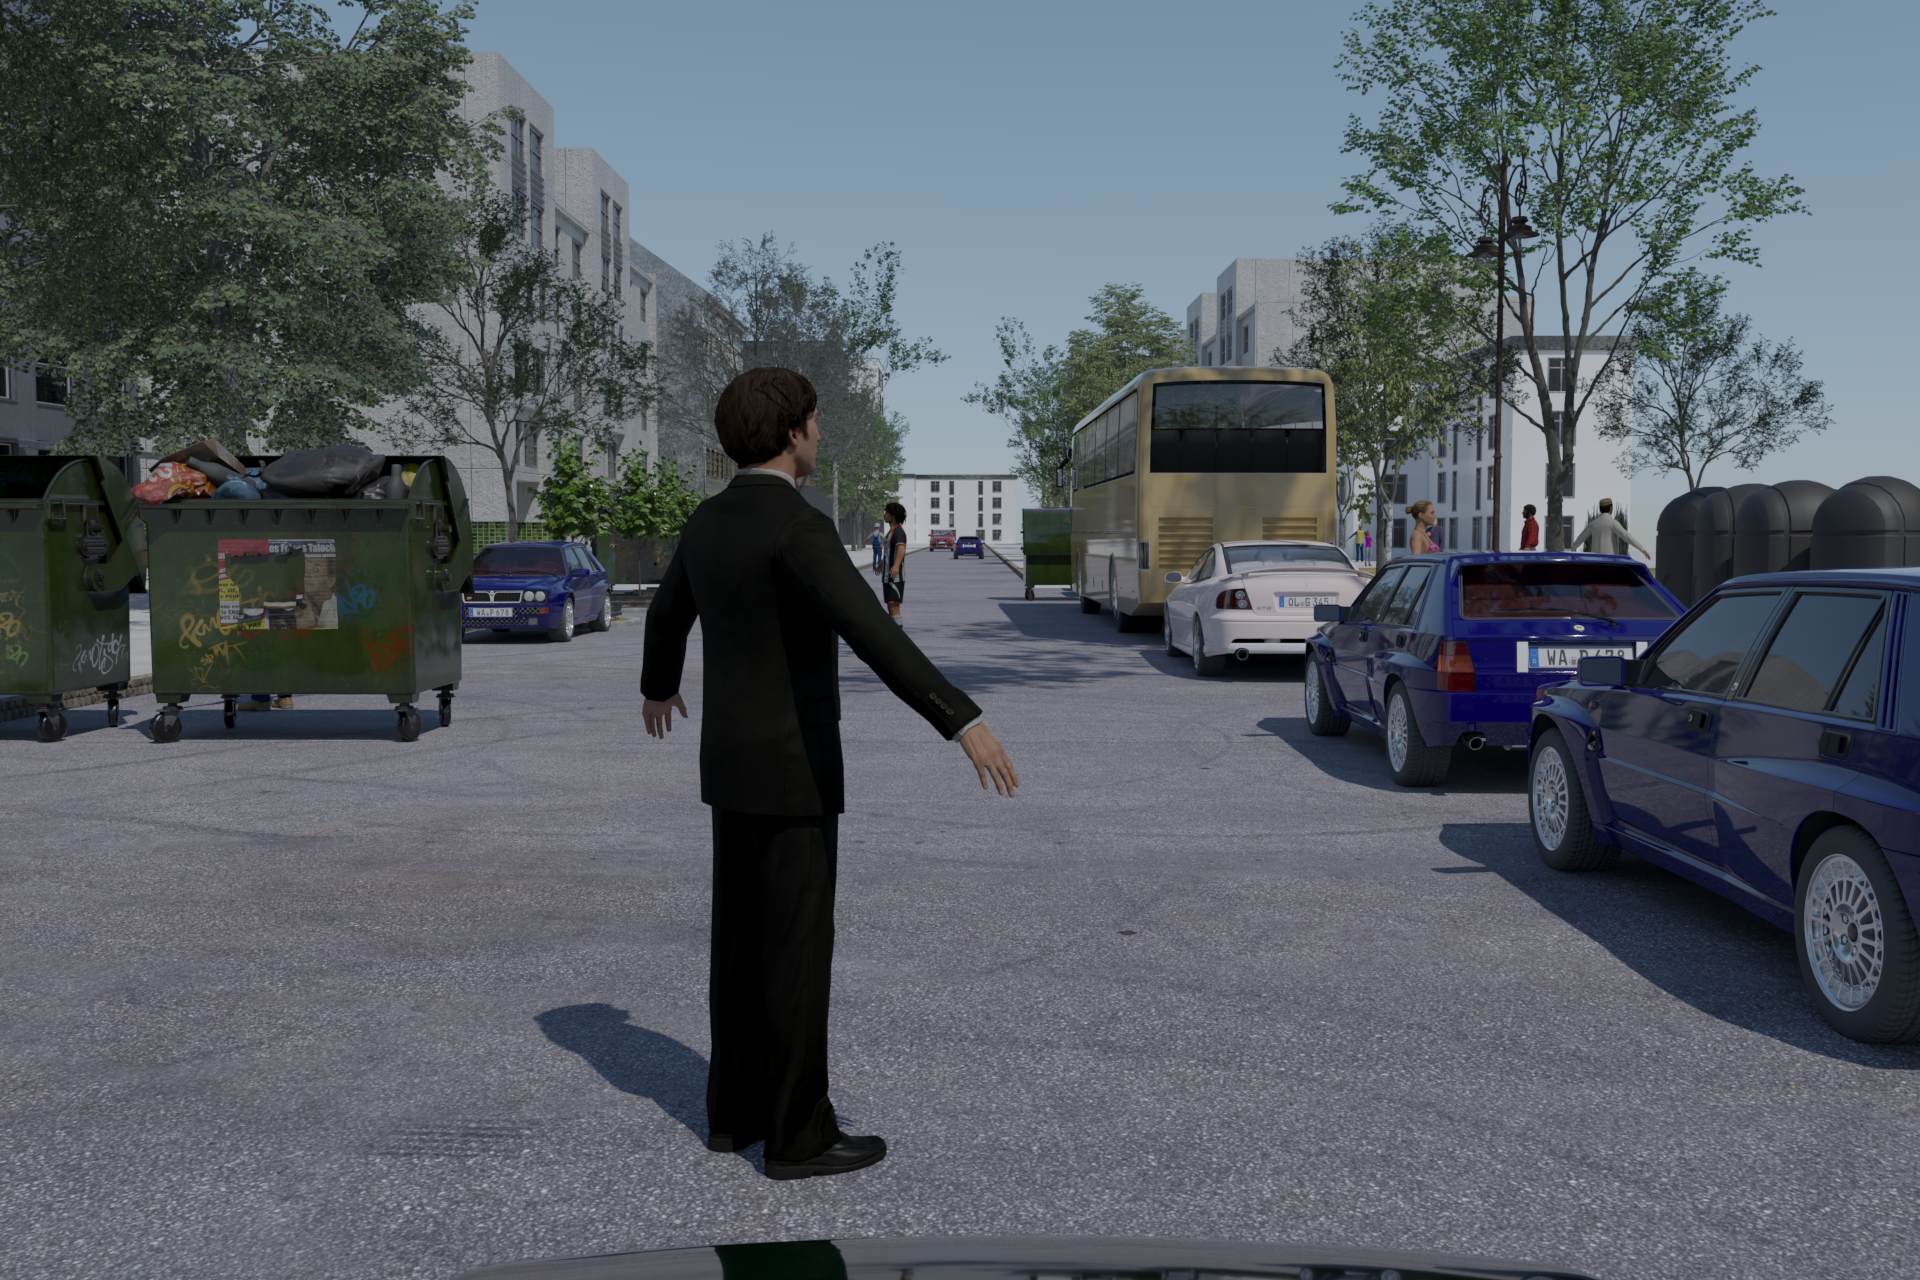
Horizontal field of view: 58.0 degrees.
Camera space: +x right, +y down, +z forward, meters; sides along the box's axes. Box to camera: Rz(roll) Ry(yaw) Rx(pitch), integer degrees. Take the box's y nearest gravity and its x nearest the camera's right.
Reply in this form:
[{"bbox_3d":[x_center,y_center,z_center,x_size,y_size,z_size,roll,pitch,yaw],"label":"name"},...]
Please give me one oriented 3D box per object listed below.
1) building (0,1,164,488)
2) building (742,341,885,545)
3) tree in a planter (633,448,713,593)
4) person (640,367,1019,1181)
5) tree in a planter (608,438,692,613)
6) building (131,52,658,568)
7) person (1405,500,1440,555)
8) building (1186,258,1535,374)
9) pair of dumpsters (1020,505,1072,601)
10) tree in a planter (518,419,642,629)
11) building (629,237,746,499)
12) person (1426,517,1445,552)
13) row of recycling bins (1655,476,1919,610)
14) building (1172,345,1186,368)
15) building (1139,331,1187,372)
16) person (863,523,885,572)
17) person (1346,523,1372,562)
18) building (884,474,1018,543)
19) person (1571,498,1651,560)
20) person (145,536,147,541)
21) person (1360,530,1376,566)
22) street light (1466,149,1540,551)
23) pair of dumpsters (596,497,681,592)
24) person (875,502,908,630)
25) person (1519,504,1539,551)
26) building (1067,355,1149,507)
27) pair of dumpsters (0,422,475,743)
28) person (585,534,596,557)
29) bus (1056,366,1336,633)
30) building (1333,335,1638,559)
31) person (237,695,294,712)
[{"bbox_3d":[-27.369,-13.291,35.717,11.959,24.771,22.079,0,4,1],"label":"building"},{"bbox_3d":[-23.431,-21.728,199.226,27.936,21.610,32.646,0,4,0],"label":"building"},{"bbox_3d":[-6.024,-2.389,36.278,1.991,3.239,1.994,0,3,0],"label":"tree in a planter"},{"bbox_3d":[-0.404,0.286,3.970,0.705,1.806,1.347,-3,5,-41],"label":"person"},{"bbox_3d":[-6.011,-2.150,32.378,1.991,3.239,1.994,0,3,0],"label":"tree in a planter"},{"bbox_3d":[-25.165,-13.044,79.725,16.747,18.905,31.486,0,4,0],"label":"building"},{"bbox_3d":[4.204,-0.378,15.433,0.721,1.733,1.217,1,4,21],"label":"person"},{"bbox_3d":[26.060,-15.495,119.809,16.747,18.905,31.486,0,3,0],"label":"building"},{"bbox_3d":[3.522,-1.992,37.524,4.436,2.255,1.574,0,4,-1],"label":"pair of dumpsters"},{"bbox_3d":[-6.081,-1.829,27.128,1.991,3.239,1.994,0,4,0],"label":"tree in a planter"},{"bbox_3d":[-25.325,-17.574,118.264,19.493,23.208,18.063,0,4,1],"label":"building"},{"bbox_3d":[10.379,-1.898,37.994,0.530,1.710,0.541,-2,4,-25],"label":"person"},{"bbox_3d":[6.489,-0.404,13.713,1.069,1.692,3.534,0,3,0],"label":"row of recycling bins"},{"bbox_3d":[26.177,-19.395,173.535,16.016,20.090,11.380,0,4,0],"label":"building"},{"bbox_3d":[24.520,-21.851,188.196,19.493,23.208,18.063,0,4,0],"label":"building"},{"bbox_3d":[-3.103,-3.481,65.235,1.347,1.847,0.705,2,4,24],"label":"person"},{"bbox_3d":[18.372,-4.478,79.679,1.216,1.772,0.721,0,4,-6],"label":"person"},{"bbox_3d":[-6.085,-18.087,240.329,28.070,9.664,9.099,0,4,2],"label":"building"},{"bbox_3d":[9.640,-1.208,25.839,0.704,1.819,1.344,-2,4,-35],"label":"person"},{"bbox_3d":[-18.306,-2.005,39.543,0.721,1.744,1.215,2,4,24],"label":"person"},{"bbox_3d":[16.311,-3.656,69.035,0.991,1.433,0.599,-2,4,-27],"label":"person"},{"bbox_3d":[6.635,-2.969,21.331,0.468,5.910,1.993,0,4,1],"label":"street light"},{"bbox_3d":[-5.758,-2.028,38.103,4.436,2.255,1.574,0,3,0],"label":"pair of dumpsters"},{"bbox_3d":[-0.842,-0.779,21.330,0.704,1.843,1.345,-1,4,-11],"label":"person"},{"bbox_3d":[10.110,-1.515,30.874,0.704,1.816,1.345,1,4,14],"label":"person"},{"bbox_3d":[27.004,-22.653,214.354,27.936,21.610,32.646,0,4,0],"label":"building"},{"bbox_3d":[-5.835,-0.449,12.292,4.436,2.255,1.574,0,4,0],"label":"pair of dumpsters"},{"bbox_3d":[-11.057,-2.878,52.840,0.705,1.856,1.354,2,4,27],"label":"person"},{"bbox_3d":[3.417,-2.226,27.947,2.896,3.916,12.252,0,4,-1],"label":"bus"},{"bbox_3d":[24.319,-8.882,87.376,9.099,9.664,28.070,0,4,1],"label":"building"},{"bbox_3d":[-5.651,-0.354,14.106,0.705,1.847,1.347,2,4,29],"label":"person"}]
